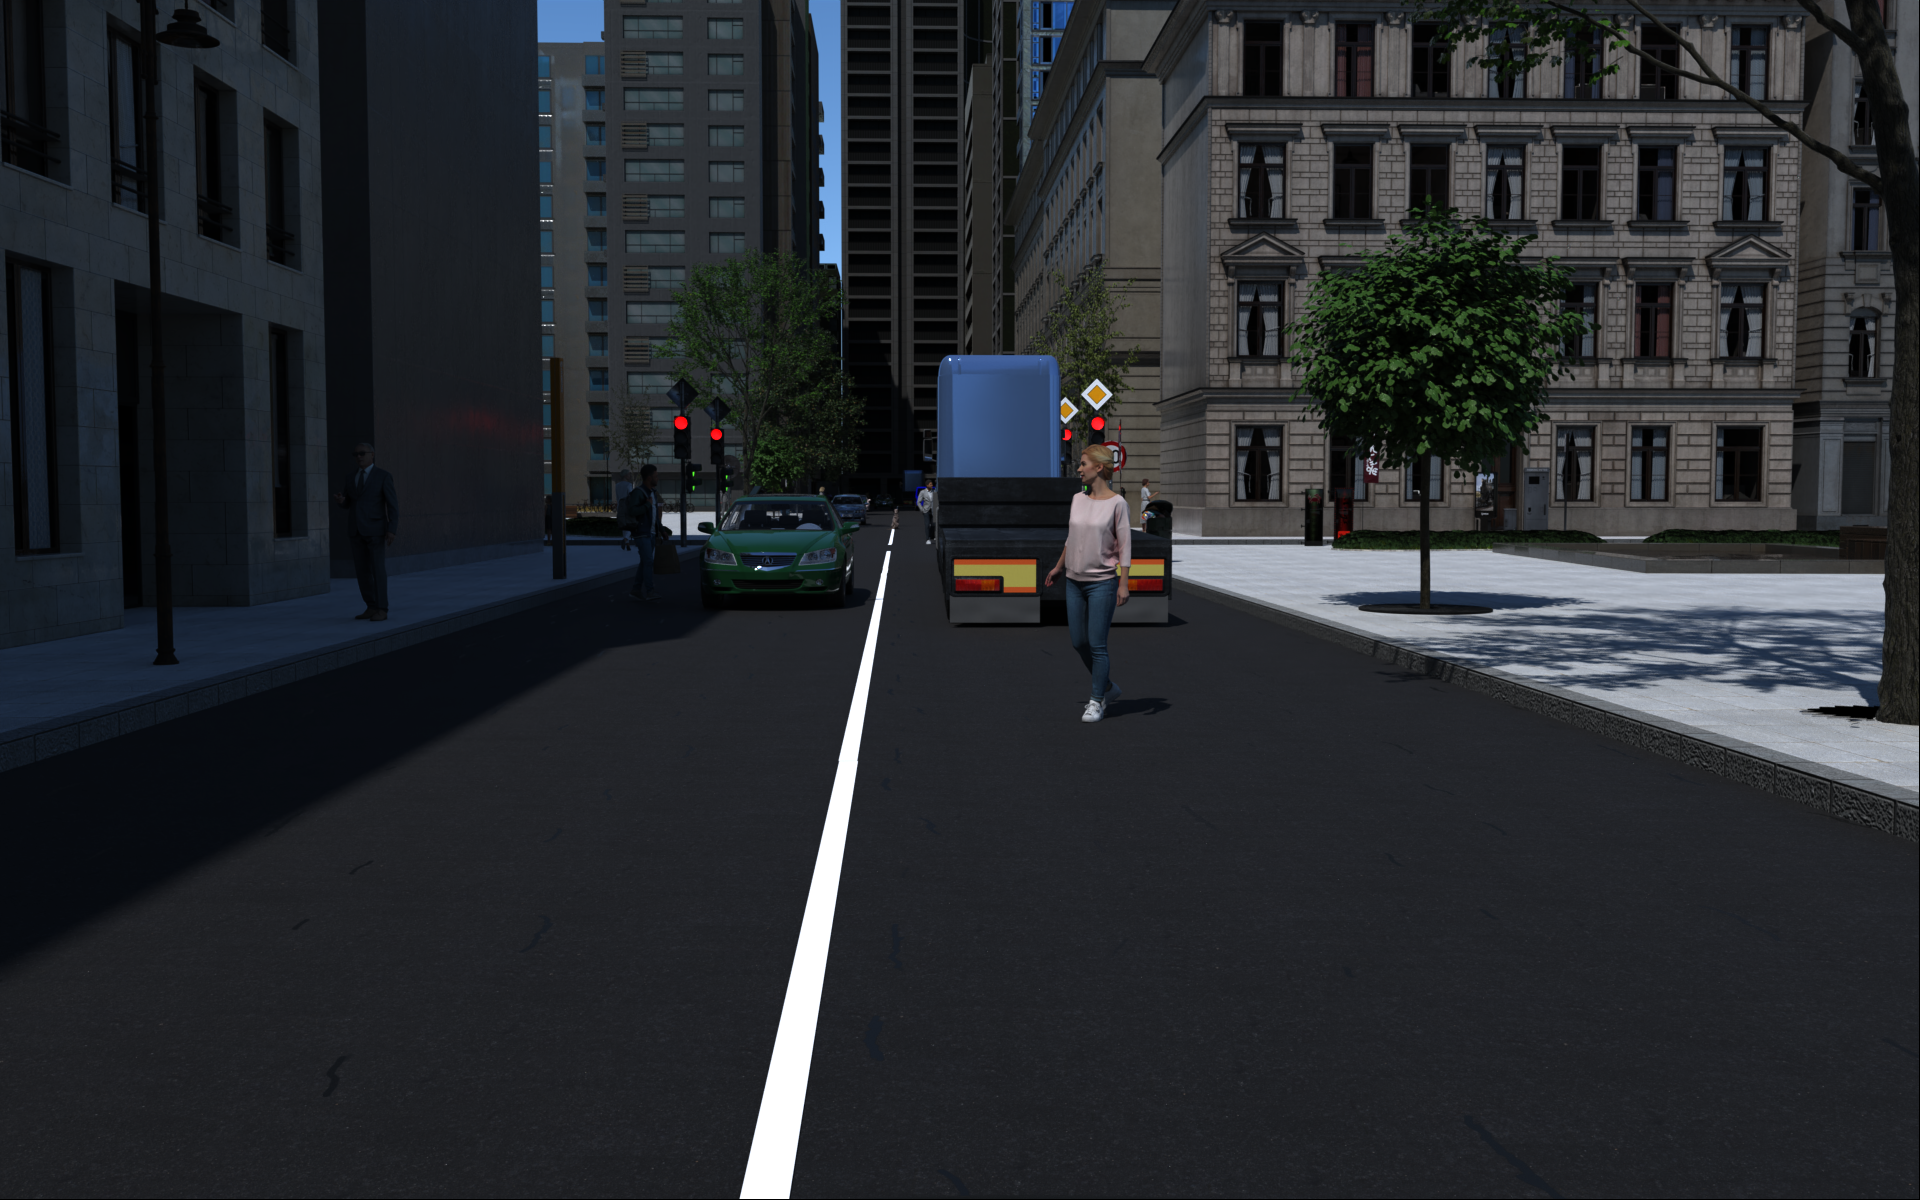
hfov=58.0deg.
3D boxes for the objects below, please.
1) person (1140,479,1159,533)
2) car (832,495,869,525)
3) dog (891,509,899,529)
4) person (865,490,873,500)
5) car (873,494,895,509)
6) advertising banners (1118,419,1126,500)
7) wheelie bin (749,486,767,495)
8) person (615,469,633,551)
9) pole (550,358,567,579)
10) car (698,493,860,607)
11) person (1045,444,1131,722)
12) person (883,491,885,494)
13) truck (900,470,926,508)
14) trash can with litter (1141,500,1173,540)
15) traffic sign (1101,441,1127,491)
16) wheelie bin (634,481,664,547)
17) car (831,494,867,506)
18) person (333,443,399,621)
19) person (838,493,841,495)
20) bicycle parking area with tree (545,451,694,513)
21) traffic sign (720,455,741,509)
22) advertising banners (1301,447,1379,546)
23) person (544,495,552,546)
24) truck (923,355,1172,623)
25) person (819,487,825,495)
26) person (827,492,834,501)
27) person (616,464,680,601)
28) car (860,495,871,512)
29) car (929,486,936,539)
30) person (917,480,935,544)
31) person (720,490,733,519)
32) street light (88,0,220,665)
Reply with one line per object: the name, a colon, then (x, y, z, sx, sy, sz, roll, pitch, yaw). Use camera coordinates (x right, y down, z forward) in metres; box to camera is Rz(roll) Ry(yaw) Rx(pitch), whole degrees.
person: (5.784, -2.841, 53.069, 0.524, 1.755, 0.480, -1, 4, -19)
car: (-5.291, -4.253, 81.533, 2.014, 1.417, 4.499, 0, 4, -3)
dog: (-2.739, -3.285, 70.551, 0.800, 0.831, 0.513, -3, 5, -40)
person: (-9.354, -10.233, 175.904, 1.348, 1.812, 0.705, 2, 4, 29)
car: (-7.195, -9.289, 163.678, 2.131, 1.459, 4.920, 0, 4, -2)
advertising banners: (3.724, -2.670, 39.849, 0.090, 3.025, 2.074, 0, 4, 3)
wheelie bin: (-7.891, -3.648, 67.556, 0.693, 1.594, 0.980, -2, 4, -32)
person: (-7.548, -2.023, 38.998, 0.514, 1.842, 0.818, 1, 4, 11)
pole: (-6.039, -1.969, 26.033, 0.158, 3.312, 0.155, 0, 3, 0)
car: (-2.397, -0.711, 23.417, 2.131, 1.459, 4.920, 0, 4, -1)
person: (0.853, -0.116, 11.064, 0.731, 1.740, 0.598, 2, 4, 34)
person: (-8.735, -11.493, 196.958, 0.434, 1.755, 0.990, 3, 4, 37)
truck: (-5.038, -12.141, 188.261, 2.967, 4.110, 18.799, 0, 4, -2)
trash can with litter: (3.684, -1.305, 32.720, 0.624, 1.170, 1.055, 0, 4, 0)
traffic sign: (3.595, -2.520, 41.313, 0.768, 2.556, 0.104, 0, 4, 1)
wheelie bin: (-7.663, -2.107, 42.362, 0.693, 1.594, 0.980, 0, 4, 7)
car: (-6.545, -5.573, 102.919, 2.131, 1.459, 4.920, 0, 4, -1)
person: (-6.062, -0.698, 17.624, 0.661, 1.801, 0.590, 1, 4, 12)
person: (-12.747, -10.700, 182.458, 0.415, 1.643, 0.593, -1, 4, -17)
bicycle parking area with tree: (-22.572, -8.039, 118.438, 9.016, 4.147, 8.231, 2, 4, 34)
traffic sign: (-7.499, -3.430, 56.190, 0.768, 2.556, 0.104, 0, 4, 2)
advertising banners: (9.438, -2.844, 42.680, 2.074, 3.025, 0.090, 0, 4, -6)
person: (-10.172, -1.959, 42.741, 0.373, 1.253, 0.362, 2, 4, 30)
truck: (0.877, -2.325, 27.778, 2.967, 4.110, 18.799, 0, 4, -1)
person: (-7.064, -4.870, 88.307, 0.728, 1.800, 0.709, 0, 4, -8)
person: (-10.820, -8.250, 144.164, 0.697, 1.427, 0.421, 3, 4, 37)
person: (-4.133, -0.891, 23.046, 0.713, 1.824, 0.794, 2, 4, 32)
car: (-8.237, -7.810, 140.049, 2.083, 1.381, 4.827, 0, 4, -2)
car: (-0.084, -2.925, 56.493, 2.281, 1.827, 5.304, 0, 4, -2)
person: (-0.922, -2.520, 49.550, 0.661, 1.843, 0.795, -1, 4, -21)
person: (-11.959, -5.005, 87.995, 0.853, 1.813, 0.709, 1, 4, 13)
street light: (-5.992, -2.453, 12.892, 0.468, 5.910, 1.993, 0, 4, -2)
